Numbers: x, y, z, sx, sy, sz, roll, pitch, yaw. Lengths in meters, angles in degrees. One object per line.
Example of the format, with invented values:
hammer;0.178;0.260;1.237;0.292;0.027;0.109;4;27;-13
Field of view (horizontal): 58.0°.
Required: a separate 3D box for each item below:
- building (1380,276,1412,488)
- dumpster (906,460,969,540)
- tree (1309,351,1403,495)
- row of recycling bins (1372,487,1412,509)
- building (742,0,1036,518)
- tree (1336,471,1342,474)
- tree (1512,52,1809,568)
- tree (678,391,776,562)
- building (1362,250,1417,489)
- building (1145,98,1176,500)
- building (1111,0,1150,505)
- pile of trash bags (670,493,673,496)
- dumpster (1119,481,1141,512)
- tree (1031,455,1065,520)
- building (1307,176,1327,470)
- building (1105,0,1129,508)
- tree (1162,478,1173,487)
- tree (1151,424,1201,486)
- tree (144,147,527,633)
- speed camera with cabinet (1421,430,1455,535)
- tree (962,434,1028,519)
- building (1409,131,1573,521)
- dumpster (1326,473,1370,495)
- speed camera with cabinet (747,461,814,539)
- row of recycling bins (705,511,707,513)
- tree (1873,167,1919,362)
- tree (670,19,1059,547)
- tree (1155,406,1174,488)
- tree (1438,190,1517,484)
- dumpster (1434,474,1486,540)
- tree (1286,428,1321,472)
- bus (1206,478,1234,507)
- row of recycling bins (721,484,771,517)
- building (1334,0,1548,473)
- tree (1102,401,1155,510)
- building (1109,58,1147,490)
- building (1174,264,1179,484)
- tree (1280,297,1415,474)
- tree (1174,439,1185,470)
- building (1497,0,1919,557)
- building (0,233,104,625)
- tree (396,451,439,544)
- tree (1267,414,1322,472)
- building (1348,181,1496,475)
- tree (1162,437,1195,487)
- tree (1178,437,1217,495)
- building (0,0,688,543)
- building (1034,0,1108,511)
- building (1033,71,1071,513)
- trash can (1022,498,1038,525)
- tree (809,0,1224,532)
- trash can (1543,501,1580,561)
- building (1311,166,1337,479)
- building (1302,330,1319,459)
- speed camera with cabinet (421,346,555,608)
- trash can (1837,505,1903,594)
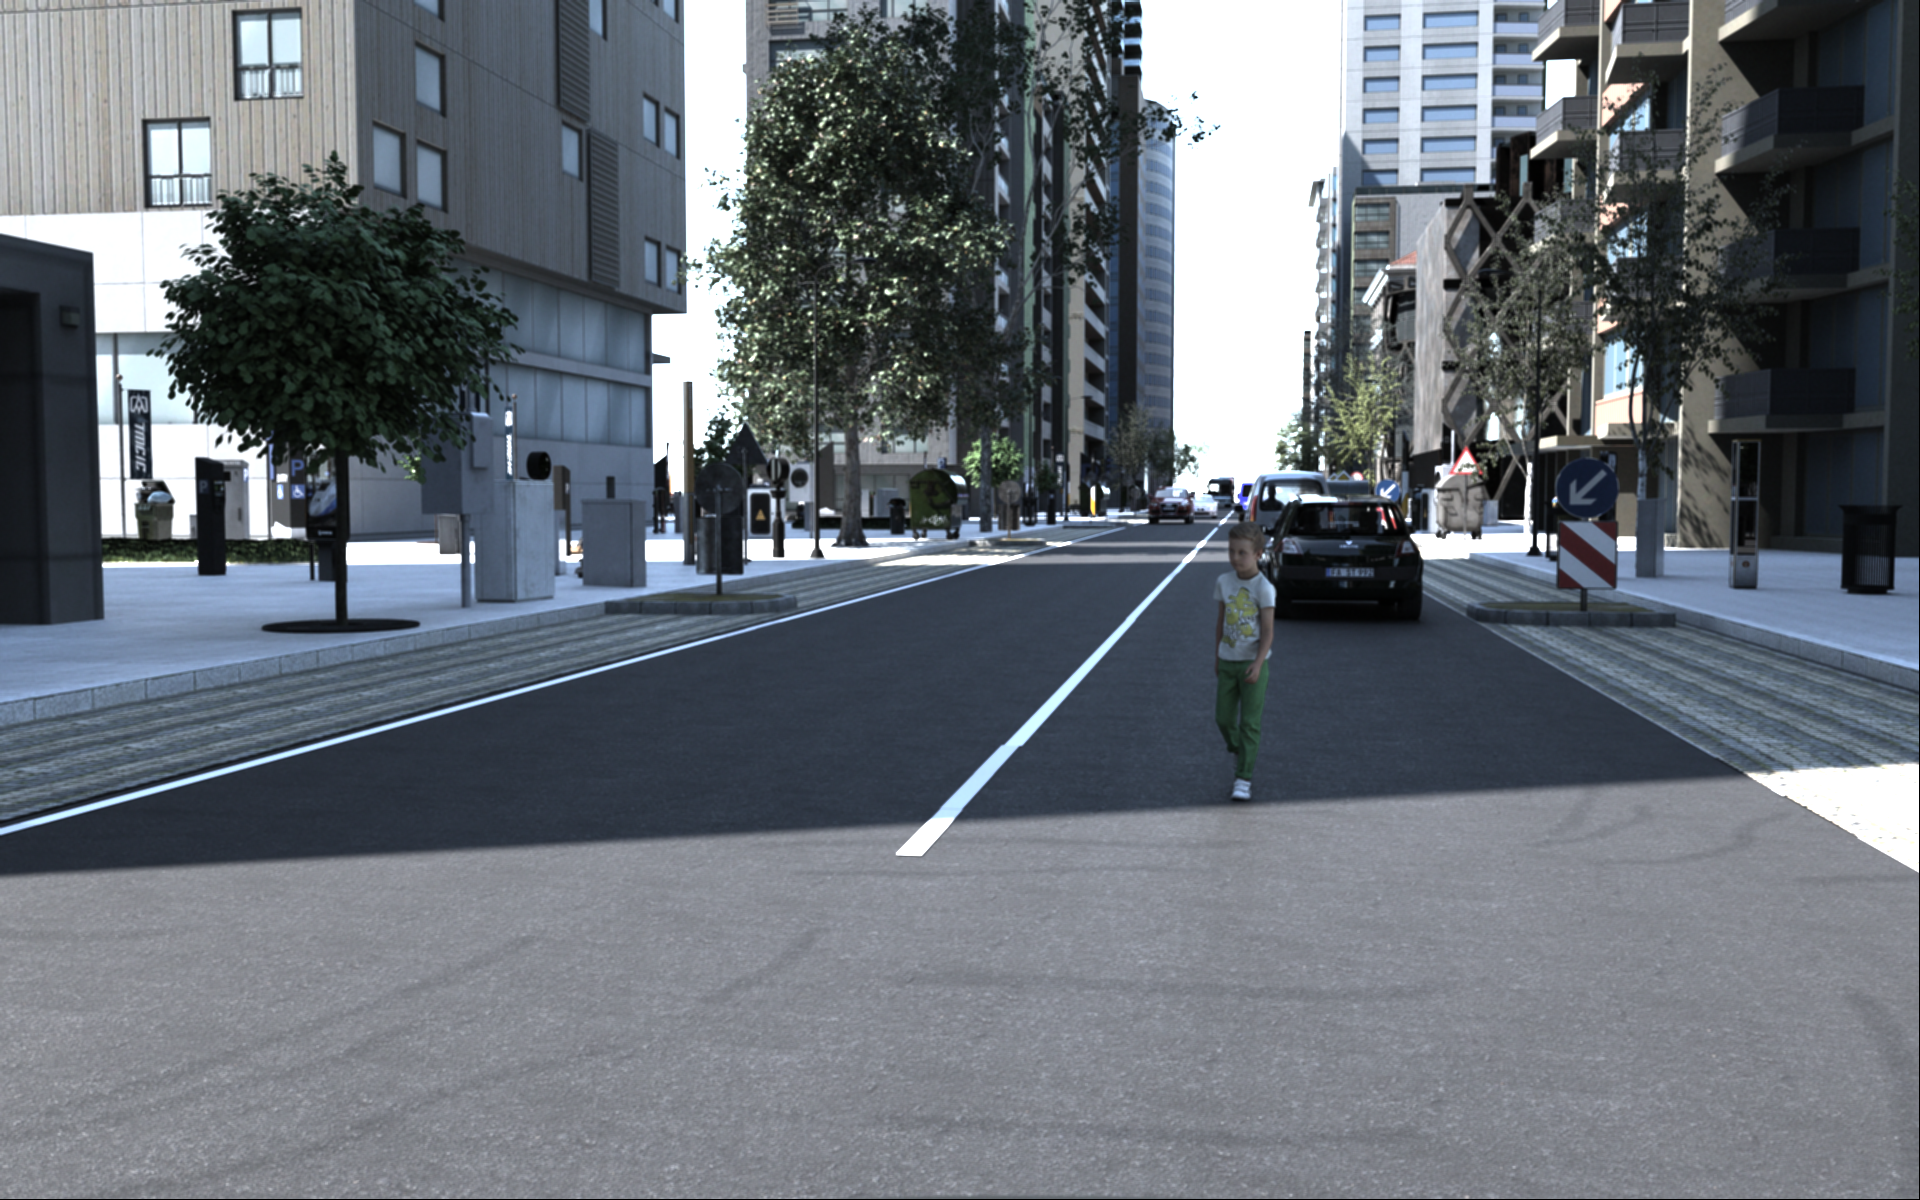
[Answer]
building;37.898;-15.480;120.553;16.820;18.784;16.811;1;4;9
dumpster;-0.649;-2.819;48.577;1.502;2.255;1.985;1;4;9
tree;20.676;-8.440;88.349;4.737;8.622;4.395;0;3;0
row of recycling bins;24.611;-5.709;100.459;3.534;1.692;1.069;-1;4;-13
building;-3.548;-25.327;97.691;14.154;41.232;14.086;1;4;9
tree;28.518;-8.287;130.095;1.663;3.219;1.824;0;3;0
tree;12.025;-4.855;29.740;4.360;8.622;3.978;0;3;0
tree;-4.607;-2.339;32.844;1.663;3.219;1.824;0;3;0
building;38.912;-18.552;139.475;11.583;22.565;21.152;1;4;9
building;20.564;-43.628;255.312;21.231;58.520;28.212;1;4;9
building;11.783;-54.566;204.821;22.319;86.520;31.000;1;4;9
pile of trash bags;-24.311;-7.809;137.435;3.447;1.369;1.912;-2;4;-30
dumpster;12.486;-7.635;127.325;1.502;2.255;1.985;1;4;9
tree;4.209;-5.494;84.431;1.663;3.219;1.824;0;3;0
building;70.637;-42.180;278.874;28.713;52.752;27.495;1;4;9
building;6.013;-44.496;165.768;20.563;71.187;20.611;1;4;9
tree;23.682;-12.278;195.345;1.663;3.219;1.824;0;3;0
tree;28.774;-18.151;231.178;8.767;10.594;7.601;-3;5;-40
tree;-5.893;-2.003;16.466;4.285;4.588;4.351;0;3;0
speed camera with cabinet;15.106;-3.683;54.548;0.660;3.252;2.038;0;4;-2
tree;1.788;-6.413;88.560;4.285;4.588;4.351;0;3;0
building;32.267;-13.431;87.050;16.811;18.784;16.820;1;4;9
dumpster;15.149;-3.880;68.388;1.985;2.255;1.502;1;4;10
speed camera with cabinet;-5.101;-3.385;49.686;2.038;3.252;0.660;1;4;22
row of recycling bins;-15.310;-6.313;110.333;3.534;1.692;1.069;-3;5;-42
tree;17.904;-4.828;29.307;4.737;8.622;4.395;0;3;0
tree;-2.641;-7.672;42.447;9.611;12.733;9.660;0;3;0
tree;14.693;-11.896;144.855;4.360;8.622;3.978;0;3;0
tree;13.385;-5.528;40.747;4.360;8.622;3.978;0;3;0
dumpster;14.084;-2.631;48.768;1.264;1.857;1.865;1;4;9
tree;37.430;-14.558;188.383;4.360;8.622;3.978;0;3;0
bus;28.392;-11.896;189.353;2.948;3.499;13.247;1;4;9
row of recycling bins;-8.675;-3.898;70.844;1.069;1.692;3.534;1;4;21
building;50.671;-39.253;183.790;21.231;58.520;28.212;1;4;9
tree;13.414;-11.554;139.262;4.360;8.622;3.978;0;3;0
building;12.275;-32.600;183.128;14.600;45.320;14.200;1;4;9
building;23.990;-40.711;285.224;23.786;49.044;30.456;1;4;9
tree;24.991;-12.076;107.819;12.009;13.543;11.850;0;3;0
tree;19.058;-13.129;165.020;4.360;8.622;3.978;0;3;0
building;27.788;-23.940;46.043;22.147;44.769;28.867;1;4;9
building;-19.588;-35.141;12.810;20.563;71.187;20.611;1;4;9
tree;-13.398;-3.055;44.545;1.663;3.219;1.824;0;3;0
tree;45.273;-19.333;234.222;7.486;12.596;7.792;0;3;0
building;44.034;-24.006;164.194;14.160;30.474;14.107;1;4;9
tree;27.711;-16.505;220.218;4.737;8.622;4.395;0;3;0
tree;42.715;-23.679;312.906;9.928;11.665;9.643;0;3;0
building;-26.144;-28.733;59.019;27.495;52.752;28.713;1;4;9
building;0.793;-31.900;145.266;21.300;48.544;21.600;1;4;9
building;-0.065;-21.290;119.799;14.160;30.474;14.107;1;4;9
trash can;2.884;-3.657;71.443;0.748;1.137;0.748;0;3;0
tree;1.646;-12.279;56.647;12.611;20.169;13.585;0;3;0
trash can;11.539;-1.315;33.160;0.748;1.137;0.748;0;3;0
building;62.774;-38.616;250.975;23.786;49.044;30.456;1;4;9
building;66.543;-32.390;301.283;14.160;30.474;14.107;1;4;9
speed camera with cabinet;-5.527;-1.591;20.350;0.660;3.252;2.038;1;4;16
trash can;11.707;-0.652;22.316;0.748;1.137;0.748;0;3;0
